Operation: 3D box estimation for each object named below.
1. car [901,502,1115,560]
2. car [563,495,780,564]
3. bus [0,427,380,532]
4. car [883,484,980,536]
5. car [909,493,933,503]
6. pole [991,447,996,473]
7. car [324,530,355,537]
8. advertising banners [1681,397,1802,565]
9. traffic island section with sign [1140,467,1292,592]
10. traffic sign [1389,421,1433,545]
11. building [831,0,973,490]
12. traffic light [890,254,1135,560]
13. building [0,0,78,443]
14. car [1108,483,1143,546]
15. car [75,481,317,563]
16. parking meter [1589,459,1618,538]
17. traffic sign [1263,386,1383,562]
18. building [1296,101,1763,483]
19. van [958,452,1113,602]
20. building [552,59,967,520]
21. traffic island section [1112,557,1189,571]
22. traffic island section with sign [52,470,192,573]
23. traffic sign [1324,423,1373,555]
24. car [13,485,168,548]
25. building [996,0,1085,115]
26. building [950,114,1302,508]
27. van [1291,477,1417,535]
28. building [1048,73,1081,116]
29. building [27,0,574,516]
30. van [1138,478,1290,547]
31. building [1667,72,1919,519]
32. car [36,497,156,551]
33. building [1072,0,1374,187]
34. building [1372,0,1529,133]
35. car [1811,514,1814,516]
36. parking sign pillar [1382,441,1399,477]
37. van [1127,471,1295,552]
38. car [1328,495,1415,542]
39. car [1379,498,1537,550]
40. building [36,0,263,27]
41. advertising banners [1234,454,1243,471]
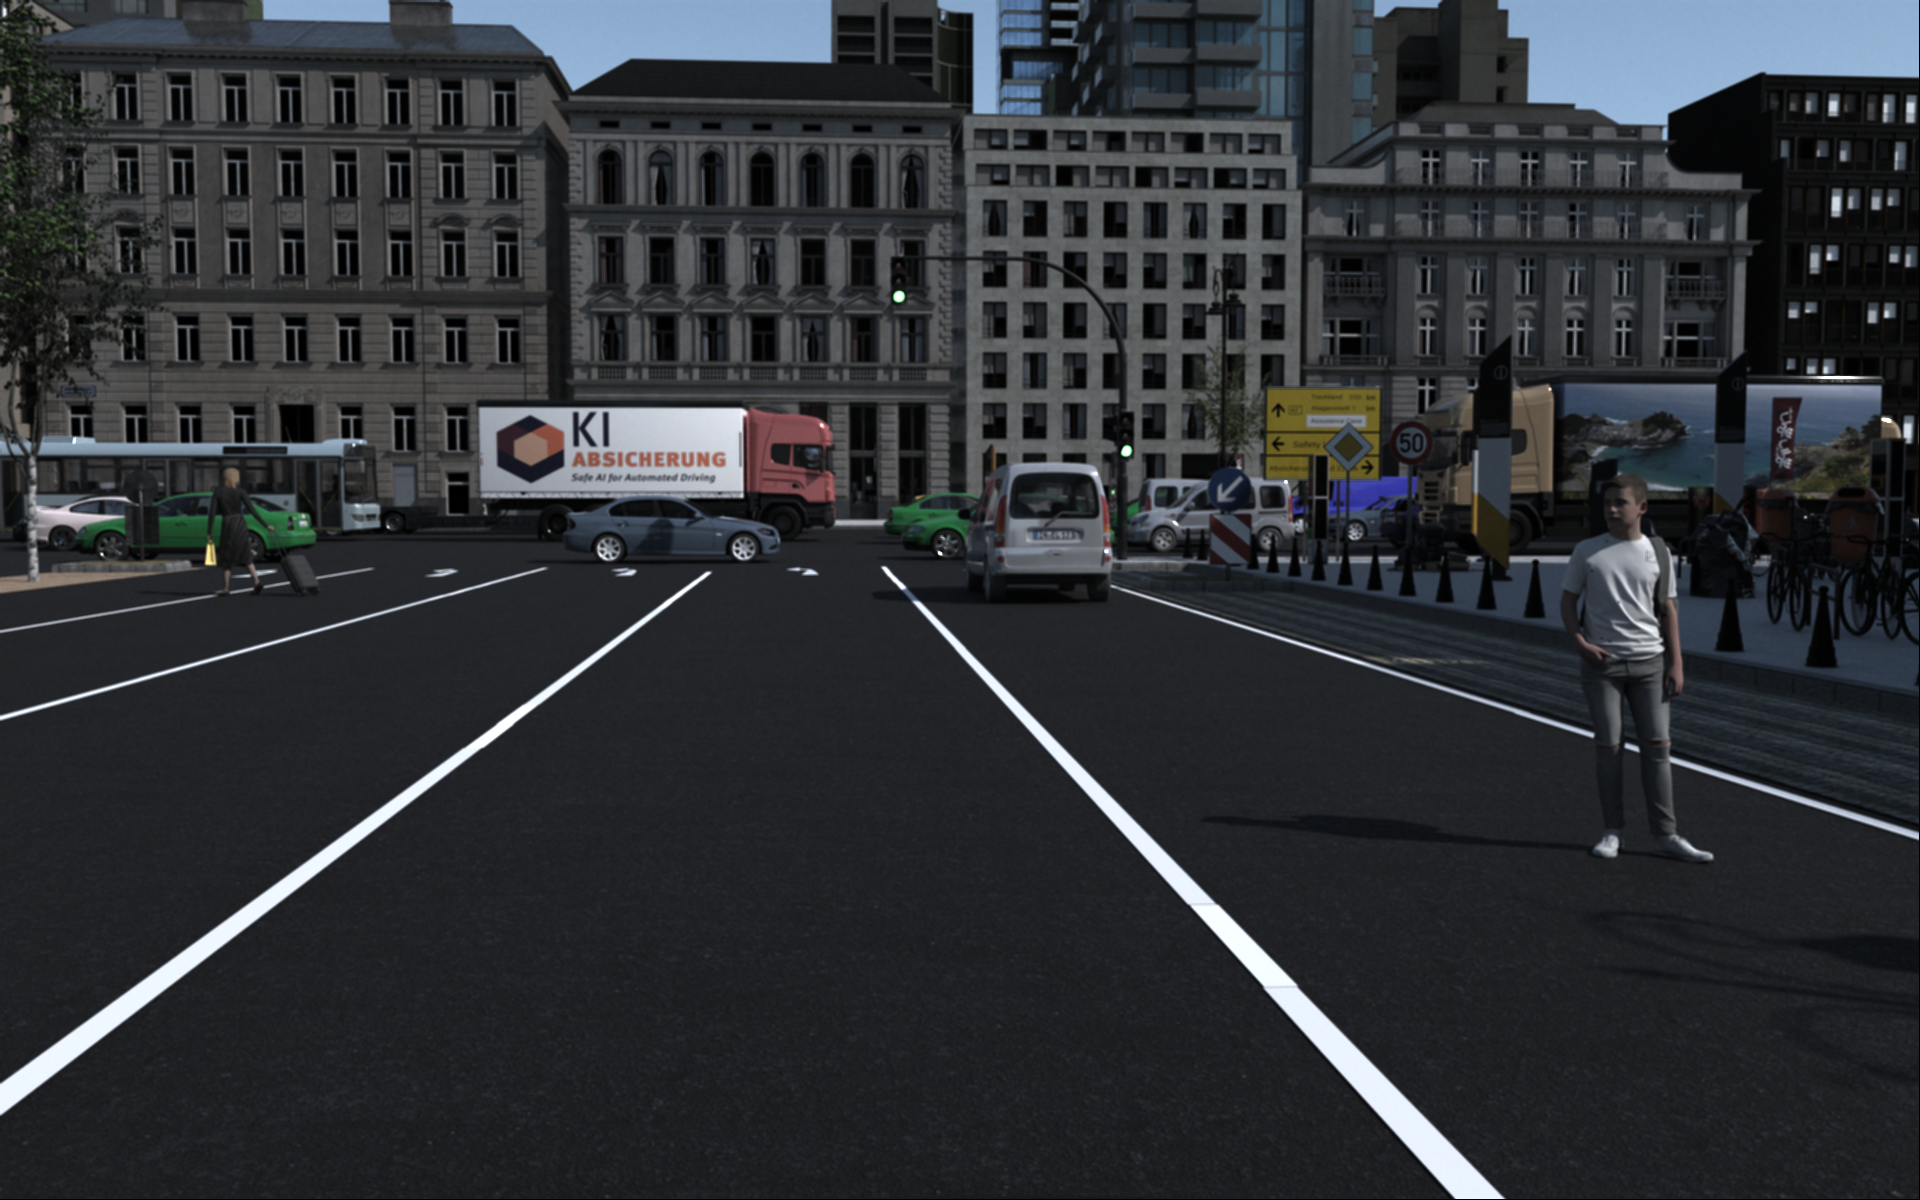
[{"bbox_3d":[1.053,-1.812,38.429,4.718,1.807,1.959,0,4,-3],"label":"car"},{"bbox_3d":[-6.050,-1.496,36.462,4.499,1.417,2.014,0,4,-7],"label":"car"},{"bbox_3d":[-23.960,-3.564,53.130,13.247,3.499,2.948,0,4,-5],"label":"bus"},{"bbox_3d":[0.133,-2.546,50.419,4.718,1.807,1.959,0,4,-6],"label":"car"},{"bbox_3d":[-0.013,-2.827,56.443,3.980,1.641,2.015,0,4,-3],"label":"car"},{"bbox_3d":[1.453,-4.998,75.557,0.158,3.312,0.155,0,3,0],"label":"pole"},{"bbox_3d":[-22.491,-2.846,59.120,3.894,1.354,1.945,0,4,-3],"label":"car"},{"bbox_3d":[14.185,-2.155,31.419,2.074,3.025,0.090,0,4,2],"label":"advertising banners"},{"bbox_3d":[3.780,-1.070,26.127,1.989,1.847,2.006,0,4,-5],"label":"traffic island section with sign"},{"bbox_3d":[7.839,-1.839,30.180,0.768,2.556,0.104,0,4,-2],"label":"traffic sign"},{"bbox_3d":[-8.427,-49.902,254.150,20.611,71.187,20.563,0,4,-5],"label":"building"},{"bbox_3d":[1.040,-3.580,33.204,4.771,5.953,1.251,0,4,-5],"label":"traffic light"},{"bbox_3d":[-62.494,-17.433,89.552,34.151,26.468,19.350,0,4,-5],"label":"building"},{"bbox_3d":[6.296,-2.442,48.723,4.718,1.807,1.959,0,4,-5],"label":"car"},{"bbox_3d":[-16.065,-1.688,36.391,4.718,1.807,1.959,0,4,-3],"label":"car"},{"bbox_3d":[10.631,-1.403,28.653,0.399,1.863,0.255,3,5,40],"label":"parking meter"},{"bbox_3d":[6.839,-2.375,32.705,2.265,3.308,0.079,0,4,-4],"label":"traffic sign"},{"bbox_3d":[28.544,-15.444,94.306,24.055,21.916,13.314,0,4,-5],"label":"building"},{"bbox_3d":[1.029,-1.062,24.371,2.013,2.044,4.112,0,4,-6],"label":"van"},{"bbox_3d":[-10.070,-15.954,89.729,19.941,23.489,11.050,0,4,-5],"label":"building"},{"bbox_3d":[3.158,-0.695,33.637,2.009,0.180,2.903,0,4,-5],"label":"traffic island section"},{"bbox_3d":[-15.504,-1.478,32.309,2.006,1.907,1.989,0,4,-5],"label":"traffic island section with sign"},{"bbox_3d":[6.278,-1.644,28.058,0.795,2.450,0.064,0,4,3],"label":"traffic sign"},{"bbox_3d":[-23.083,-2.246,46.504,4.222,1.686,2.009,0,4,-6],"label":"car"},{"bbox_3d":[17.324,-57.685,255.821,31.000,86.520,22.319,0,4,-5],"label":"building"},{"bbox_3d":[8.273,-14.467,91.279,16.860,20.320,10.420,0,4,-5],"label":"building"},{"bbox_3d":[13.503,-3.471,61.139,5.245,2.365,2.240,0,4,-5],"label":"van"},{"bbox_3d":[15.450,-29.909,172.604,14.154,41.232,14.086,0,4,-5],"label":"building"},{"bbox_3d":[-32.739,-17.859,89.250,25.104,27.353,12.463,0,4,-5],"label":"building"},{"bbox_3d":[6.836,-2.425,46.660,4.112,2.044,2.013,0,4,-3],"label":"van"},{"bbox_3d":[49.607,-16.292,96.046,15.834,23.373,12.332,0,4,-5],"label":"building"},{"bbox_3d":[-21.173,-1.954,44.303,4.827,1.381,2.083,0,4,-3],"label":"car"},{"bbox_3d":[21.841,-32.446,150.103,23.786,49.044,30.456,0,4,-5],"label":"building"},{"bbox_3d":[43.807,-33.479,171.080,21.600,48.544,21.300,0,4,-5],"label":"building"},{"bbox_3d":[21.841,-2.111,46.876,2.083,1.381,4.827,0,4,-5],"label":"car"},{"bbox_3d":[19.315,-5.529,78.866,1.447,3.967,1.447,1,4,12],"label":"parking sign pillar"},{"bbox_3d":[6.246,-2.223,43.351,4.112,2.044,2.013,0,4,-3],"label":"van"},{"bbox_3d":[13.248,-2.485,52.627,4.499,1.417,2.014,0,4,-3],"label":"car"},{"bbox_3d":[13.148,-2.022,45.636,3.894,1.354,1.945,0,4,-6],"label":"car"},{"bbox_3d":[-62.669,-27.521,133.567,14.154,41.232,14.086,0,4,-5],"label":"building"},{"bbox_3d":[12.808,-4.884,76.039,2.074,3.025,0.090,-2,4,-32],"label":"advertising banners"}]
